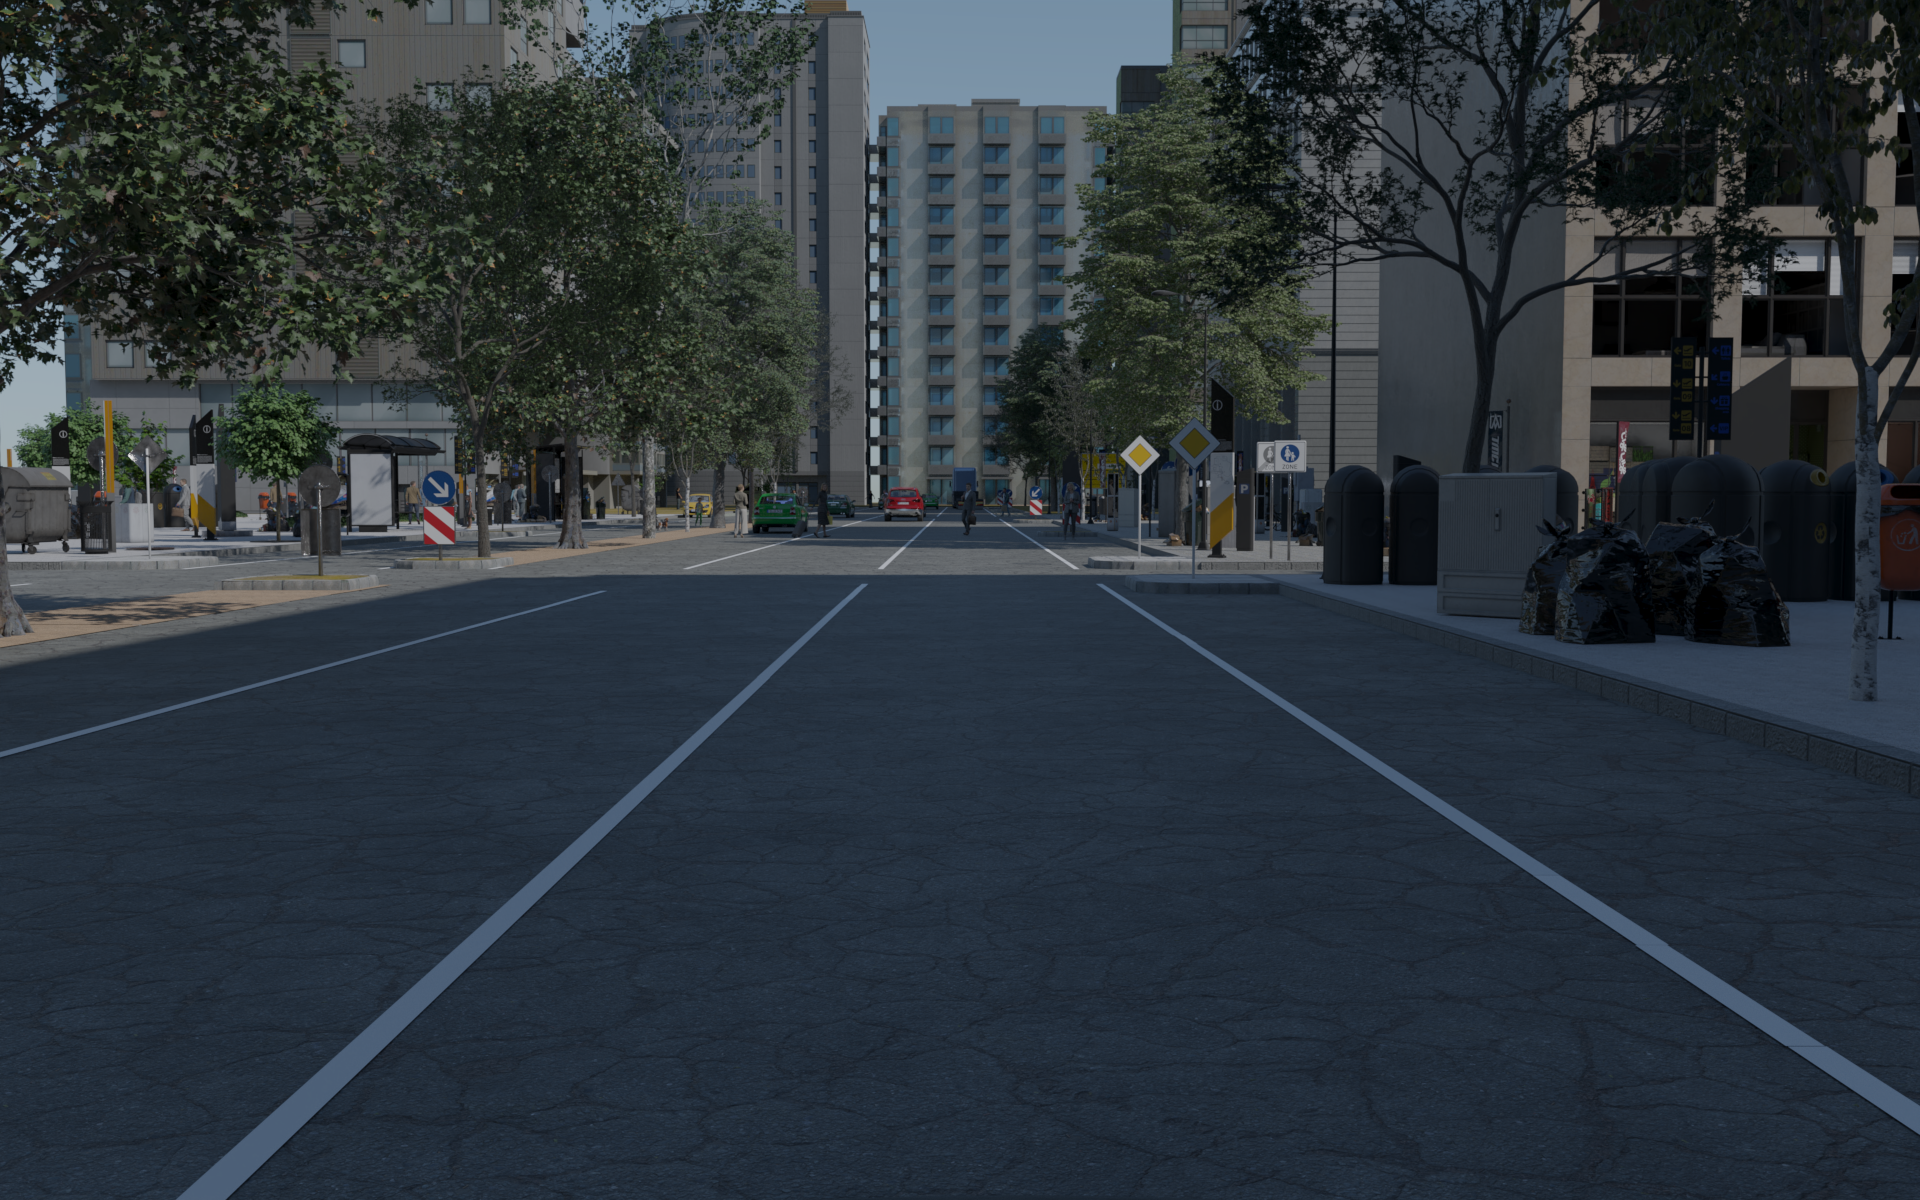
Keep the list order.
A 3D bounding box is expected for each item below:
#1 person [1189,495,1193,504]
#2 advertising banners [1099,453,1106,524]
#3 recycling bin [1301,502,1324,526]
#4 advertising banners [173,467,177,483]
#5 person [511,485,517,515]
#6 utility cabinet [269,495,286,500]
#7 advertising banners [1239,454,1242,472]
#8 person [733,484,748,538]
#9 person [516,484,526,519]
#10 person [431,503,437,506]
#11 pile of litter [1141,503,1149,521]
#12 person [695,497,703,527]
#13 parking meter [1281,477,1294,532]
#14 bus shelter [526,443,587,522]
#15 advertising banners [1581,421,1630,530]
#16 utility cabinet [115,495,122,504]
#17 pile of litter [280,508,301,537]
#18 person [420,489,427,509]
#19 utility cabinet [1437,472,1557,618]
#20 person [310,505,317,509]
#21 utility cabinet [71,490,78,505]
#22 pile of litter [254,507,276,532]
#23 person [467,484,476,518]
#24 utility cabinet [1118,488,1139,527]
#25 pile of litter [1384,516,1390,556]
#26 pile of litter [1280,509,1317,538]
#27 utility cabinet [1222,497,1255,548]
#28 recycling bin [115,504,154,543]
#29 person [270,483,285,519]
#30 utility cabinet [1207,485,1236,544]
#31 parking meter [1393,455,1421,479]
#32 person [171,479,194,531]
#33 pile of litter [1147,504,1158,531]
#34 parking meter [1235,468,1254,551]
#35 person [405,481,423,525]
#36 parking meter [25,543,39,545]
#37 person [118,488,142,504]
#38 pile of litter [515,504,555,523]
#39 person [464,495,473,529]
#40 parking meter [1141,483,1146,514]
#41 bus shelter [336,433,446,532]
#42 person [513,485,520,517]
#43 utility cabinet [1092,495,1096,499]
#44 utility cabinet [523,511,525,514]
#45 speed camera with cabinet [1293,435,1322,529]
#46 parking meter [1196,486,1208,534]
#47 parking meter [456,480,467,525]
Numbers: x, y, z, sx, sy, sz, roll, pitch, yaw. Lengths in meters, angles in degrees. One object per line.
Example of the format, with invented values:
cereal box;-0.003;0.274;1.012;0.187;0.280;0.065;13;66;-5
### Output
person;11.503;-4.630;86.419;0.362;1.253;0.373;1;4;18
advertising banners;6.535;-4.773;74.232;0.090;3.025;2.074;-2;4;-29
recycling bin;10.885;-2.492;53.304;0.722;1.027;0.722;0;4;7
advertising banners;-49.170;-6.818;107.661;0.090;3.025;2.074;0;4;5
person;-27.198;-6.122;106.150;0.660;1.820;0.620;-2;4;-33
utility cabinet;-40.062;-5.541;101.752;1.020;1.237;0.306;1;4;10
advertising banners;12.115;-4.888;76.103;0.090;3.025;2.074;0;4;-4
person;-7.167;-2.919;56.775;0.519;1.759;0.362;1;4;14
person;-22.756;-5.133;90.137;0.661;1.801;0.590;2;4;33
person;-33.249;-6.328;109.480;0.580;1.828;0.573;-1;4;-14
pile of litter;8.761;-4.281;83.967;1.176;0.858;1.719;1;4;21
person;-11.256;-3.787;74.661;0.306;1.304;0.590;-2;4;-32
parking meter;11.146;-3.252;58.883;0.399;1.863;0.255;3;4;38
bus shelter;-19.248;-5.621;83.179;1.731;3.624;6.357;0;3;0
advertising banners;15.308;-2.741;41.009;2.074;3.025;0.090;-3;5;-41
utility cabinet;-37.429;-3.993;76.442;1.020;1.237;0.306;1;4;13
pile of litter;-19.487;-2.323;51.949;1.176;0.858;1.719;0;4;-5
person;-29.715;-5.480;95.659;0.654;1.822;0.581;2;4;31
utility cabinet;5.554;-0.569;17.978;0.318;1.500;1.173;-3;5;-44
person;-21.651;-3.143;58.270;0.643;1.720;0.563;0;4;7
utility cabinet;-53.280;-5.871;104.672;1.173;1.500;0.318;1;4;20
pile of litter;-23.387;-2.762;59.123;1.719;0.858;1.176;1;4;17
person;-24.608;-4.915;86.489;0.616;1.811;0.778;3;5;43
utility cabinet;6.533;-3.584;67.270;0.318;1.500;1.173;-2;4;-32
pile of litter;9.049;-1.352;36.076;1.719;0.858;1.176;1;4;20
pile of litter;10.308;-2.292;51.444;1.176;0.858;1.719;-2;4;-28
utility cabinet;6.491;-1.843;41.290;1.020;1.237;0.306;1;4;20
recycling bin;-21.846;-2.032;45.775;0.722;1.027;0.722;2;4;27
person;-32.271;-4.640;81.812;0.836;1.842;0.656;0;4;5
utility cabinet;6.910;-2.174;44.220;1.173;1.500;0.318;1;4;9
parking meter;6.725;-1.243;26.042;0.399;1.863;0.255;0;4;-6
person;-26.681;-3.269;59.611;0.853;1.813;0.709;-1;4;-21
pile of litter;7.602;-2.849;60.551;1.176;0.858;1.719;-2;4;-29
parking meter;6.390;-2.030;38.904;0.399;1.863;0.255;1;4;20
person;-22.929;-4.087;72.775;0.656;1.842;0.836;-3;5;-44
parking meter;-23.368;-2.310;43.479;0.399;1.863;0.255;-2;4;-24
person;-23.413;-2.591;48.756;0.721;1.781;0.623;-2;4;-28
pile of litter;-19.105;-3.907;77.843;1.719;0.858;1.176;0;4;5
person;-18.164;-3.256;63.941;0.373;1.253;0.362;-3;5;-41
parking meter;9.789;-5.319;92.673;0.255;1.863;0.399;2;4;28
bus shelter;-19.725;-4.067;60.419;2.014;3.302;5.546;0;3;0
person;-24.379;-5.468;95.550;0.391;1.810;0.635;0;4;7
utility cabinet;7.871;-5.560;102.068;0.306;1.237;1.020;0;4;3
utility cabinet;-26.189;-5.651;103.556;0.306;1.237;1.020;0;4;0
speed camera with cabinet;11.458;-3.832;56.992;0.660;3.252;2.038;0;4;1
parking meter;7.736;-2.877;55.444;0.372;1.533;0.369;0;3;0
parking meter;-21.005;-4.115;72.986;0.399;1.863;0.255;1;4;19
